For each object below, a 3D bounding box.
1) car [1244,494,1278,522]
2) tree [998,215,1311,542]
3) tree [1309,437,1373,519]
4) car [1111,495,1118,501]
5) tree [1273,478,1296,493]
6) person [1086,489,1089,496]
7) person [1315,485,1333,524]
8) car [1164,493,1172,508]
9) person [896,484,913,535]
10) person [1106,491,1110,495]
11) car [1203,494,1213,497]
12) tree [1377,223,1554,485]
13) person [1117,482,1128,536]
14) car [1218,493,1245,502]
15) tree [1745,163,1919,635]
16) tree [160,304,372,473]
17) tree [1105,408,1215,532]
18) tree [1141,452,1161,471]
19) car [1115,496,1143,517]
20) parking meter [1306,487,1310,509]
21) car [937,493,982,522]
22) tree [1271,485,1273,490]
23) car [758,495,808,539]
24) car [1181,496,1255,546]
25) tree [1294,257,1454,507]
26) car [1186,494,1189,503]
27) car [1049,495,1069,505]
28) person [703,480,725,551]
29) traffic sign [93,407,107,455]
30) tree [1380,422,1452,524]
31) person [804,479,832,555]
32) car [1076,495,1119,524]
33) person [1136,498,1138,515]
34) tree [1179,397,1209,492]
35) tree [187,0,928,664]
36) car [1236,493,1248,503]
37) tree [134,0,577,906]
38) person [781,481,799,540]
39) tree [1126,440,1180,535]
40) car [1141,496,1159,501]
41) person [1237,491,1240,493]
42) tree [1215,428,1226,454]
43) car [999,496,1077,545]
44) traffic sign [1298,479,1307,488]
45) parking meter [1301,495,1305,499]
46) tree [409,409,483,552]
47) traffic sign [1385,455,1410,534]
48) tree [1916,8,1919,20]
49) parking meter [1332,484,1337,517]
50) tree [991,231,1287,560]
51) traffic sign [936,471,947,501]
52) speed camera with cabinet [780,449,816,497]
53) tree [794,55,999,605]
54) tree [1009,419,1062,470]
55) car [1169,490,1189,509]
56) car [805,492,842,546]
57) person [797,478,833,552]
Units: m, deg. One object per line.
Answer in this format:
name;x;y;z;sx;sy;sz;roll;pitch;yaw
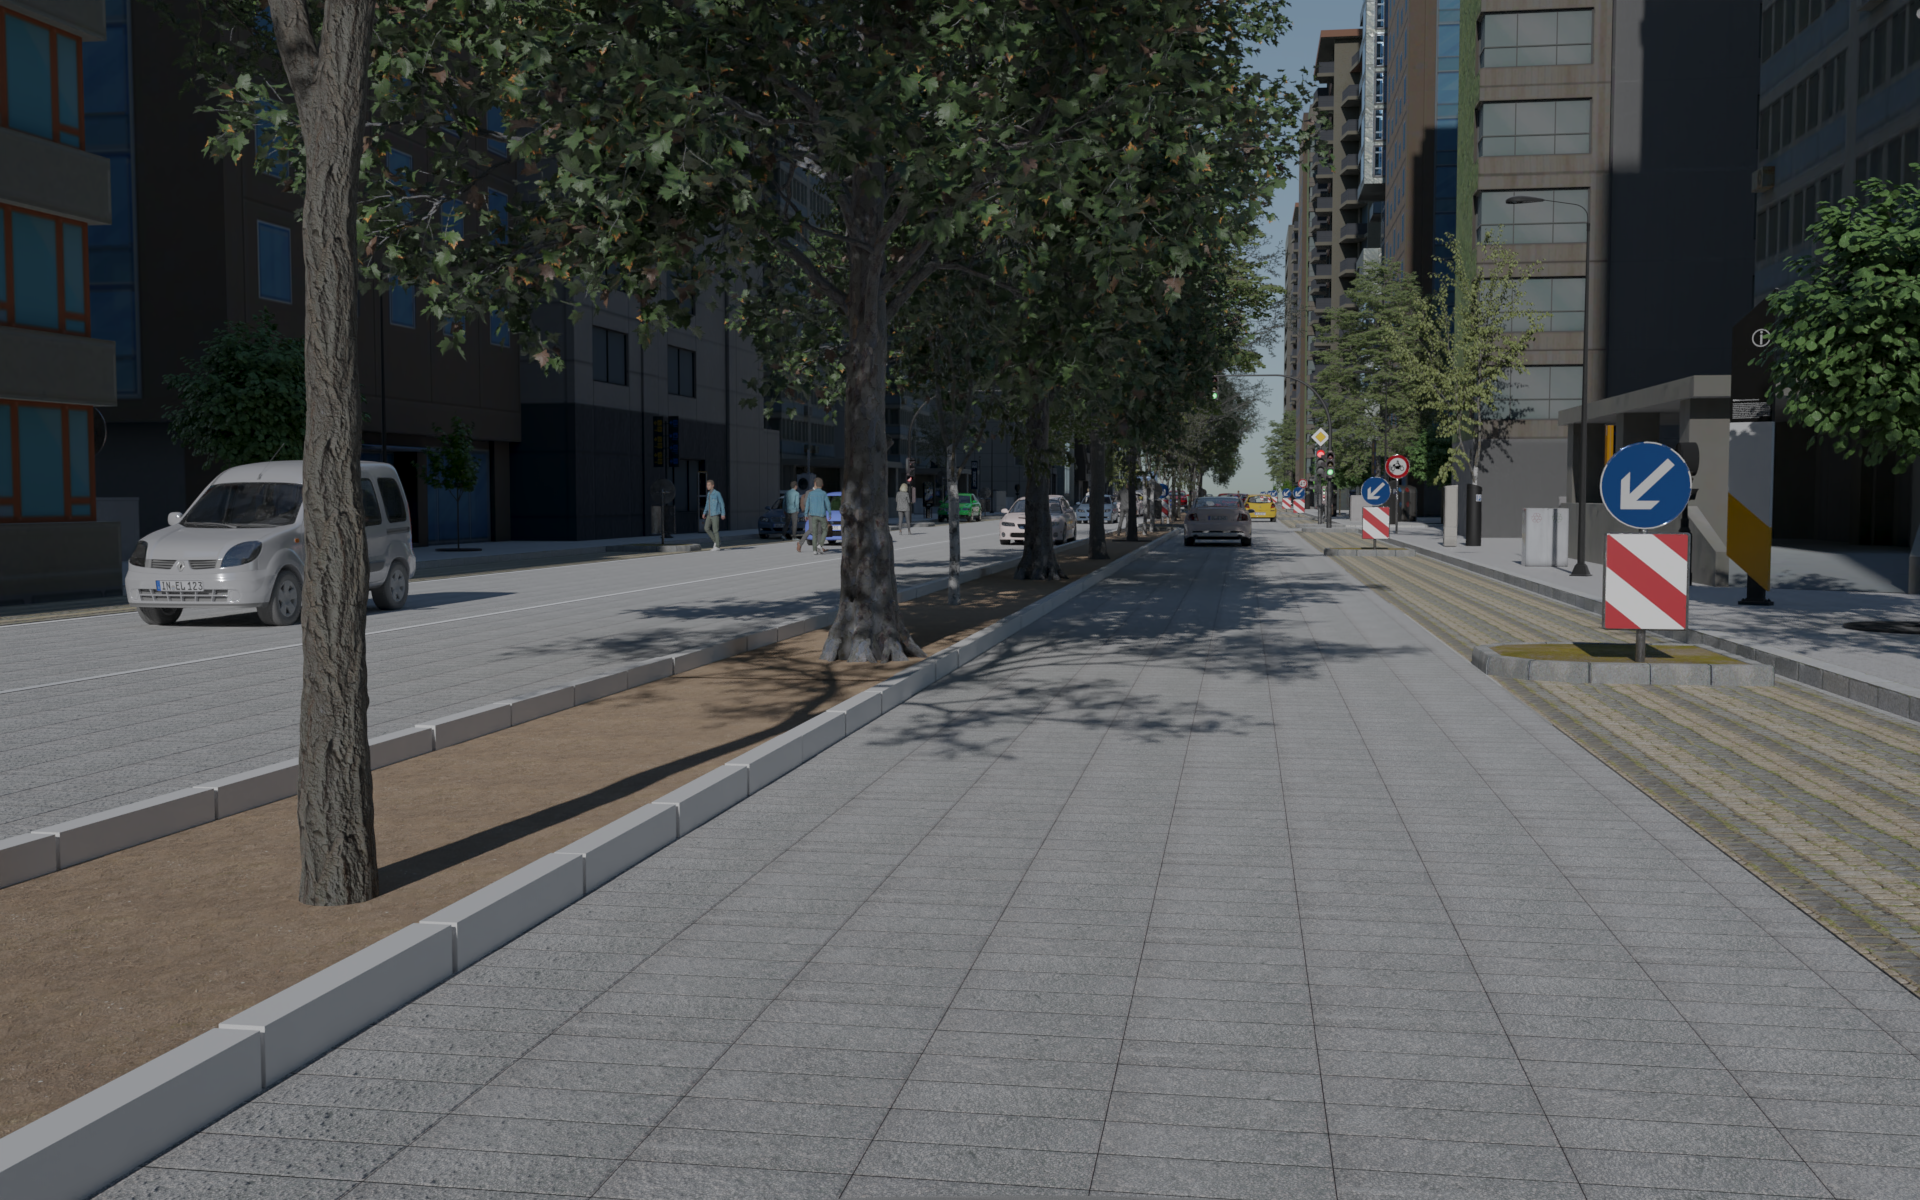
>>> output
car;15.424;-4.843;89.411;2.015;1.641;3.980;0;4;8
tree;5.160;-8.495;51.713;12.009;13.543;11.850;0;3;0
tree;21.002;-6.559;90.959;4.285;4.588;4.351;0;3;0
car;17.313;-11.095;193.982;1.945;1.354;3.894;1;4;9
tree;41.067;-13.716;218.853;1.663;3.219;1.824;0;3;0
person;8.453;-6.395;113.291;0.478;1.798;0.641;1;4;23
person;16.079;-4.153;76.528;0.709;1.813;0.853;-1;4;-17
car;18.041;-8.742;152.524;1.945;1.707;3.694;1;4;9
person;-1.971;-3.172;60.542;0.537;1.800;0.526;2;4;32
person;16.079;-10.945;188.129;1.217;1.739;0.721;0;4;-5
car;43.470;-17.890;302.286;2.009;1.686;4.222;1;4;10
tree;13.767;-5.909;46.970;4.737;8.622;4.395;0;3;0
person;5.661;-3.113;59.207;0.655;1.846;0.447;2;4;30
car;16.658;-6.020;107.460;2.155;1.783;4.494;0;4;8
tree;9.133;-1.984;16.156;4.285;4.588;4.351;0;3;0
tree;-11.952;-2.832;30.022;4.285;4.588;4.351;0;3;0
tree;7.230;-6.880;65.307;4.737;8.622;4.395;0;3;0
tree;32.978;-23.363;307.734;9.928;11.665;9.643;0;3;0
car;10.594;-5.947;109.594;2.083;1.381;4.827;1;4;11
parking meter;29.276;-8.561;145.682;0.255;1.863;0.399;2;4;34
car;-0.008;-4.904;88.984;1.959;1.807;4.718;1;4;9
tree;53.397;-18.316;294.064;1.663;3.219;1.824;0;3;0
car;-5.255;-2.720;56.472;2.014;1.417;4.499;1;4;9
car;7.292;-2.238;48.958;2.083;1.381;4.827;1;4;9
tree;20.524;-10.097;83.219;7.486;12.596;7.792;0;3;0
car;24.267;-11.052;189.499;1.959;1.807;4.718;1;4;9
car;5.386;-5.504;102.347;2.083;1.381;4.827;1;4;10
person;-6.181;-2.125;43.591;0.444;1.785;0.601;-3;5;-41
traffic sign;-12.403;-1.493;24.522;0.768;2.556;0.104;1;4;18
tree;20.738;-5.536;74.219;4.285;4.588;4.351;0;3;0
person;-3.350;-1.961;40.902;0.601;1.785;0.444;1;4;13
car;6.723;-4.430;84.436;2.014;1.417;4.499;1;4;10
person;10.533;-5.580;104.754;0.505;1.210;0.382;3;5;44
tree;6.443;-6.557;60.031;4.360;8.622;3.978;0;3;0
tree;-0.820;-5.819;14.600;9.611;12.733;9.660;0;3;0
car;19.389;-6.802;120.252;2.155;1.783;4.494;1;4;9
tree;-2.272;-4.195;5.456;8.767;10.594;7.601;1;4;9
person;-5.216;-2.730;53.161;0.660;1.820;0.620;2;4;28
tree;3.307;-5.529;43.221;4.360;8.622;3.978;0;3;0
car;14.411;-7.378;130.423;2.009;1.686;4.222;1;4;11
person;31.288;-11.402;194.864;0.705;1.831;1.348;0;4;4
tree;16.023;-10.057;117.255;4.737;8.622;4.395;0;3;0
car;2.303;-2.315;50.207;2.083;1.381;4.827;1;4;10
traffic sign;28.682;-8.859;144.957;0.768;2.556;0.104;1;4;17
parking meter;27.711;-8.048;139.998;0.372;1.533;0.369;0;3;0
tree;-11.273;-2.721;39.088;1.663;3.219;1.824;0;3;0
traffic sign;14.120;-3.415;55.947;0.768;2.556;0.104;1;4;13
tree;6.652;-3.520;7.908;4.360;8.622;3.978;0;3;0
parking meter;21.060;-5.622;97.636;0.255;1.863;0.399;-1;4;-15
tree;3.045;-7.123;37.053;7.486;12.596;7.792;0;3;0
traffic sign;-0.949;-5.779;94.597;0.768;2.556;0.104;1;4;17
speed camera with cabinet;-7.408;-5.057;77.018;2.038;3.252;0.660;2;4;28
tree;-0.095;-4.217;21.772;4.360;8.622;3.978;0;3;0
tree;6.807;-11.920;145.250;4.737;8.622;4.395;0;3;0
car;20.489;-9.467;163.452;2.281;1.827;5.304;1;4;9
car;-3.240;-2.424;49.230;1.945;1.707;3.694;1;4;9
person;-3.575;-2.082;42.499;0.822;1.834;0.622;2;4;27
